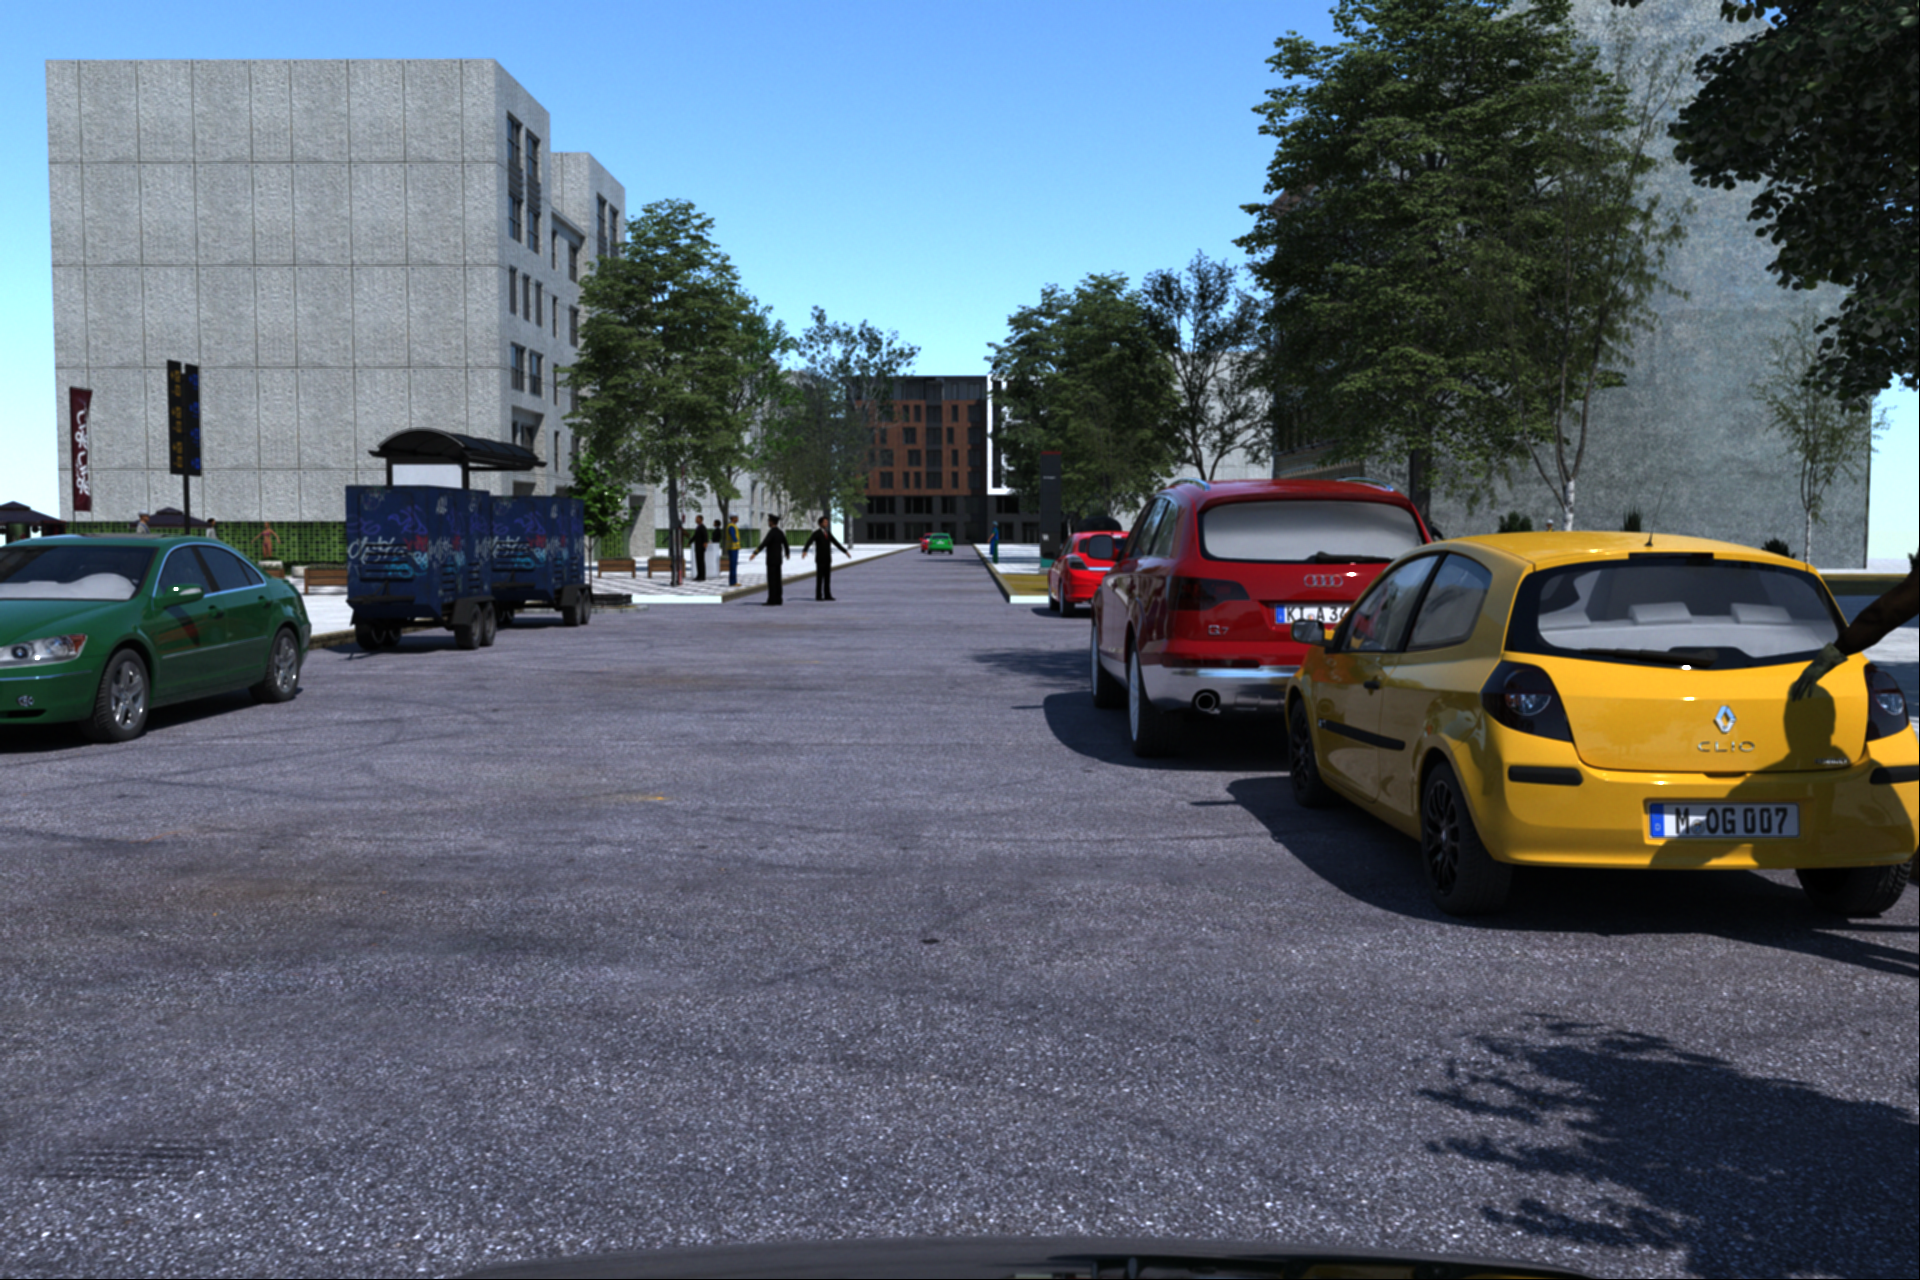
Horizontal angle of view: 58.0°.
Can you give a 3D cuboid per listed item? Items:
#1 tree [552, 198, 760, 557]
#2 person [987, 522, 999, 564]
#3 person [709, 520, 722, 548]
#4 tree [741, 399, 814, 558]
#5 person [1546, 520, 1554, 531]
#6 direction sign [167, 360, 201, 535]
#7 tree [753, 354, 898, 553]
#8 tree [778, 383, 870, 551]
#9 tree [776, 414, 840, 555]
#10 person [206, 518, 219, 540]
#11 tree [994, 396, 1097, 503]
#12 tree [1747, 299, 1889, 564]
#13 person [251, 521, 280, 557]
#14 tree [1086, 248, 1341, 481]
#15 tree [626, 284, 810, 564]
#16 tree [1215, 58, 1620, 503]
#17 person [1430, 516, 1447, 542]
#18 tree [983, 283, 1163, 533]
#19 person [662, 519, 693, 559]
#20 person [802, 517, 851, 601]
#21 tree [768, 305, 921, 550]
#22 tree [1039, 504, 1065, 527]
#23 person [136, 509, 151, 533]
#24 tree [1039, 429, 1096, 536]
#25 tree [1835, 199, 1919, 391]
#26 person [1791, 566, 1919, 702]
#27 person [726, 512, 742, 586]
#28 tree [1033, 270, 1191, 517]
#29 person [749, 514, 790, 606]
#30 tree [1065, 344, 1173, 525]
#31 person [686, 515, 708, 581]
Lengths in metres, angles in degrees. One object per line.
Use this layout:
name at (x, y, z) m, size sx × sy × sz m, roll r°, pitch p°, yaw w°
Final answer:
tree at (-10.173, -8.625, 59.149) m, size 7.486 × 12.596 × 7.792 m, roll 0°, pitch 3°, yaw 0°
person at (1.453, -4.140, 73.817) m, size 0.704 × 1.817 × 1.347 m, roll 1°, pitch 4°, yaw 17°
person at (-7.880, -2.988, 55.575) m, size 0.721 × 1.740 × 1.216 m, roll 0°, pitch 4°, yaw 6°
tree at (-9.457, -8.713, 92.814) m, size 4.360 × 8.622 × 3.978 m, roll 0°, pitch 3°, yaw 0°
person at (19.865, -3.191, 58.644) m, size 0.721 × 1.772 × 1.216 m, roll -1°, pitch 4°, yaw -11°
direction sign at (-10.274, -1.897, 23.010) m, size 0.379 × 3.537 × 0.876 m, roll 0°, pitch 4°, yaw 0°
tree at (-9.222, -12.649, 117.176) m, size 12.009 × 13.543 × 11.850 m, roll 0°, pitch 3°, yaw 0°
tree at (-10.159, -12.874, 128.622) m, size 7.486 × 12.596 × 7.792 m, roll 0°, pitch 3°, yaw 0°
tree at (-8.905, -9.527, 106.127) m, size 4.360 × 8.622 × 3.978 m, roll 0°, pitch 3°, yaw 0°
person at (-24.970, -3.161, 57.871) m, size 0.705 × 1.806 × 1.347 m, roll -1°, pitch 4°, yaw -9°
tree at (5.554, -10.569, 107.219) m, size 7.601 × 10.594 × 8.767 m, roll 0°, pitch 4°, yaw -5°
tree at (26.886, -6.416, 55.267) m, size 4.360 × 8.622 × 3.978 m, roll 0°, pitch 3°, yaw 0°
person at (-24.633, -3.344, 61.475) m, size 1.217 × 1.733 × 0.721 m, roll 1°, pitch 4°, yaw 16°
tree at (8.135, -7.429, 55.875) m, size 8.767 × 10.594 × 7.601 m, roll 1°, pitch 4°, yaw 11°
tree at (-10.050, -9.004, 72.969) m, size 9.928 × 11.665 × 9.643 m, roll 0°, pitch 3°, yaw 0°
tree at (11.934, -8.248, 45.223) m, size 12.009 × 13.543 × 11.850 m, roll 0°, pitch 3°, yaw 0°
person at (14.587, -2.949, 53.993) m, size 1.354 × 1.856 × 0.705 m, roll 1°, pitch 4°, yaw 18°
tree at (5.807, -10.981, 86.202) m, size 9.857 × 13.997 × 8.962 m, roll 0°, pitch 3°, yaw 0°
person at (-10.775, -3.701, 66.283) m, size 1.354 × 1.858 × 0.705 m, roll 2°, pitch 4°, yaw 23°
person at (-2.913, -1.748, 37.216) m, size 0.705 × 1.806 × 1.347 m, roll 3°, pitch 5°, yaw 45°
tree at (-9.597, -17.585, 143.396) m, size 12.611 × 20.169 × 13.585 m, roll 0°, pitch 3°, yaw 0°
tree at (5.637, -10.398, 120.370) m, size 4.360 × 8.622 × 3.978 m, roll 0°, pitch 3°, yaw 0°
person at (-18.455, -2.043, 39.262) m, size 0.705 × 1.847 × 1.347 m, roll -1°, pitch 4°, yaw -13°
tree at (6.263, -9.039, 98.143) m, size 4.737 × 8.622 × 4.395 m, roll 0°, pitch 3°, yaw 0°
tree at (28.071, -8.183, 44.169) m, size 12.009 × 13.543 × 11.850 m, roll 0°, pitch 3°, yaw 0°
person at (3.334, 0.191, 5.469) m, size 1.346 × 1.812 × 0.704 m, roll 0°, pitch 4°, yaw -2°
person at (-5.551, -2.244, 42.658) m, size 0.705 × 1.833 × 1.349 m, roll -1°, pitch 4°, yaw -11°
tree at (6.692, -9.606, 75.193) m, size 7.486 × 12.596 × 7.792 m, roll 0°, pitch 3°, yaw 0°
person at (-3.756, -1.612, 34.750) m, size 0.705 × 1.837 × 1.347 m, roll 2°, pitch 4°, yaw 28°
tree at (5.715, -7.157, 67.378) m, size 4.360 × 8.622 × 3.978 m, roll 0°, pitch 3°, yaw 0°
person at (-7.126, -2.512, 47.303) m, size 0.704 × 1.802 × 1.346 m, roll -2°, pitch 4°, yaw -30°
